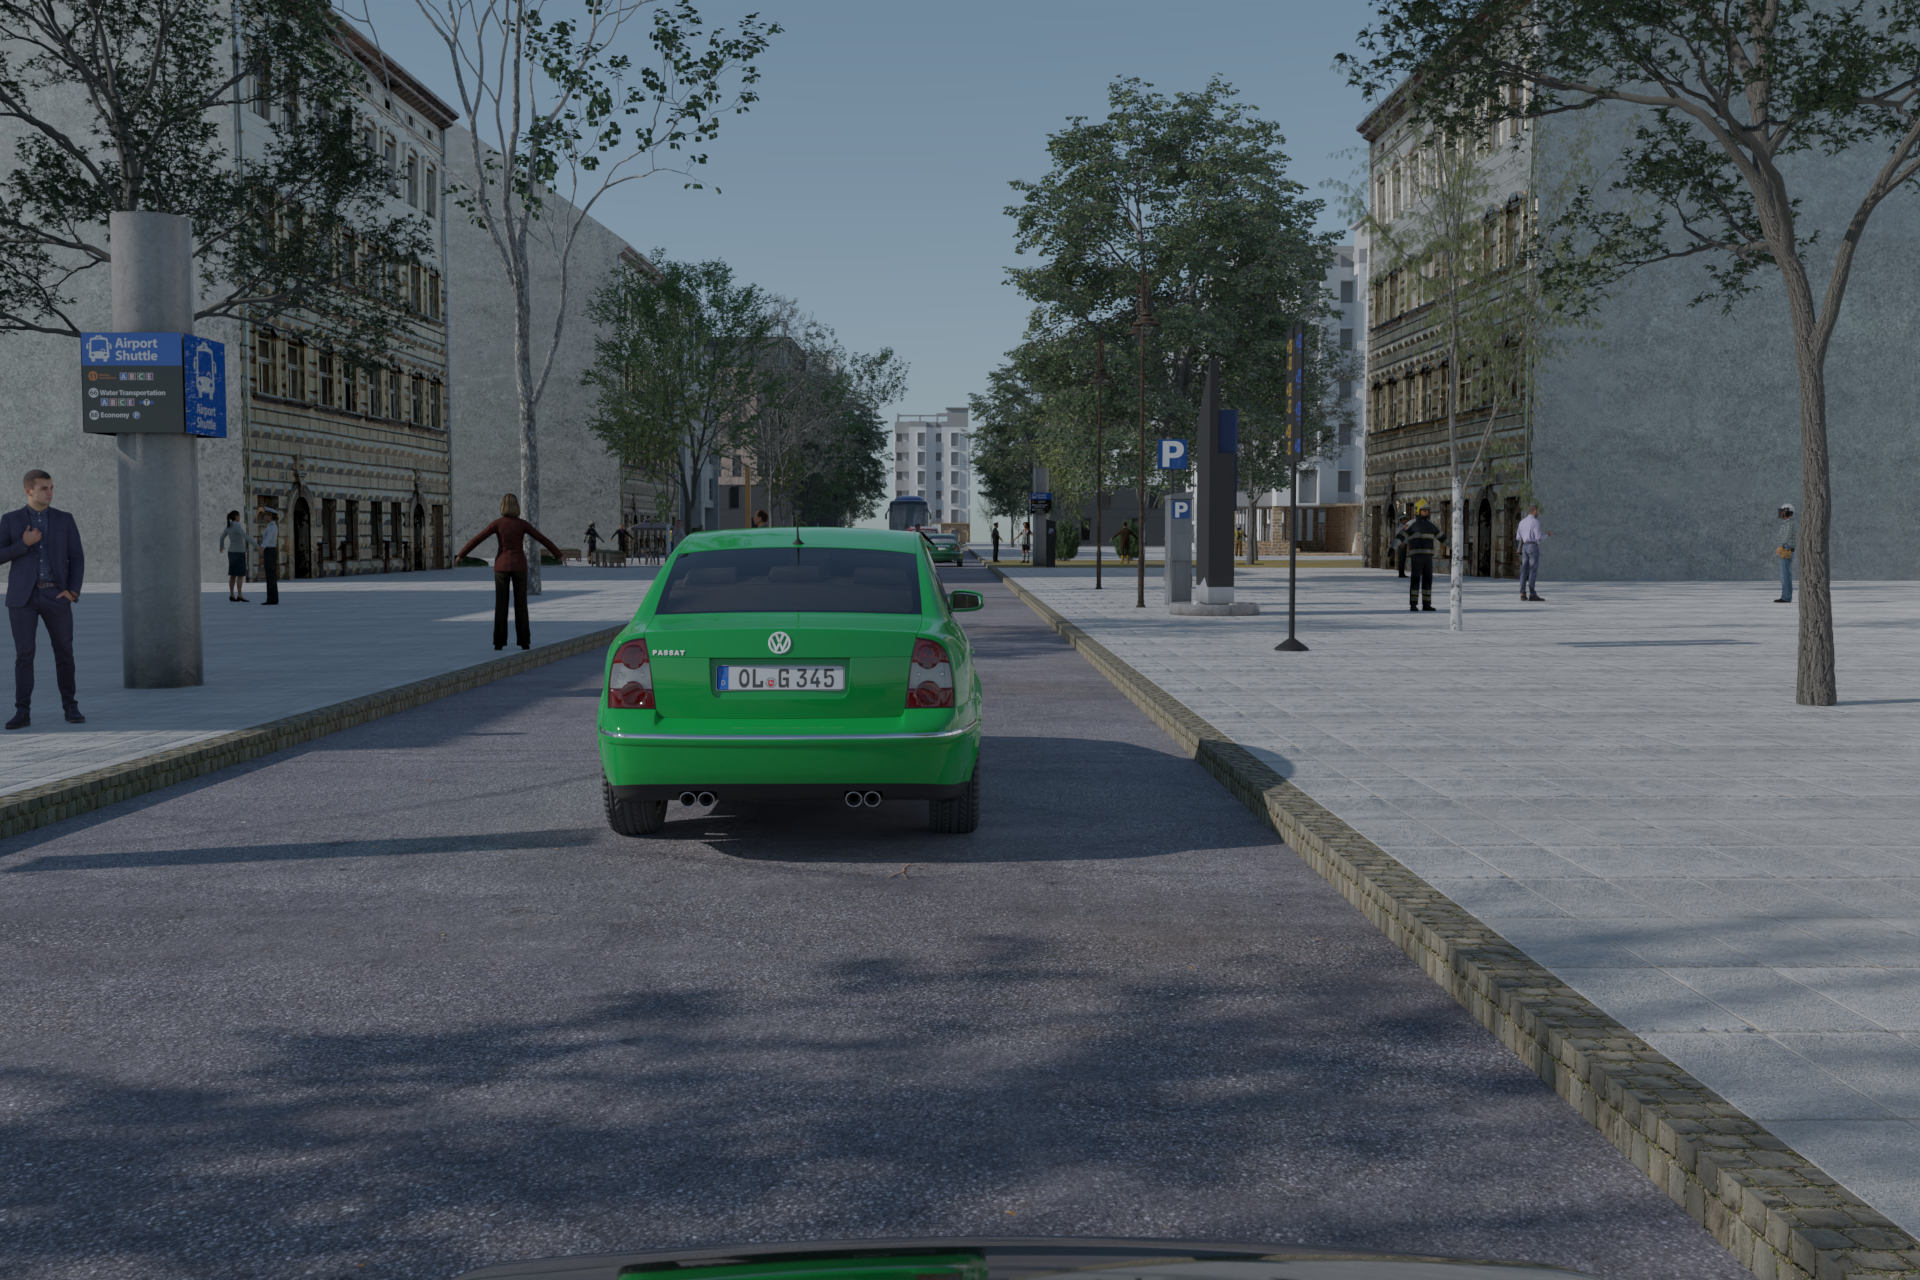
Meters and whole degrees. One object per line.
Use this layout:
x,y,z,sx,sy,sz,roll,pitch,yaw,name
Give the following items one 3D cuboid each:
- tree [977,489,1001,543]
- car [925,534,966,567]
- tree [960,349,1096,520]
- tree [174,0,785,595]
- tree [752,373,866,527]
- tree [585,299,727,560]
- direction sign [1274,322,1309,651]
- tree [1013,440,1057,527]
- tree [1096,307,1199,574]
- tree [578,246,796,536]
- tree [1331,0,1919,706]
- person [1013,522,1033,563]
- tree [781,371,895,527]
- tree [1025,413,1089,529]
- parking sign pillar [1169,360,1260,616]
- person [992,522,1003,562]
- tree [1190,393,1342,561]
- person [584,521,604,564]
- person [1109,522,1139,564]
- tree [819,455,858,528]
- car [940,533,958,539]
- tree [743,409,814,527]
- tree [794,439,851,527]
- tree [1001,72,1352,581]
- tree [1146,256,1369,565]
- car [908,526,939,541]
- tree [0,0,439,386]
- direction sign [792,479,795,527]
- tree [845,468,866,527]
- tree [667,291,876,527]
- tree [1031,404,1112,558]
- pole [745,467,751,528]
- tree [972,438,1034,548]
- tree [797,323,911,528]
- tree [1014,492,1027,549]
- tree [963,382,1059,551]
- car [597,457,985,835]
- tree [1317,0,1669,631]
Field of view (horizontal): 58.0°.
4.983,-19.061,262.003,4.360,8.622,3.978,0,3,0,tree
-0.789,-3.972,76.733,2.131,1.459,4.920,0,4,0,car
5.127,-12.731,114.813,9.857,13.997,8.962,0,3,0,tree
-9.781,-10.928,34.560,12.611,20.169,13.585,0,3,0,tree
-9.704,-11.186,108.645,9.928,11.665,9.643,0,3,0,tree
-9.269,-6.305,53.446,4.737,8.622,4.395,0,3,0,tree
3.658,-1.651,18.998,0.379,3.537,0.876,0,4,0,direction sign
5.880,-10.672,124.851,4.360,8.622,3.978,0,3,0,tree
5.852,-6.466,56.087,4.360,8.622,3.978,0,3,0,tree
-9.737,-8.343,62.158,9.928,11.665,9.643,0,3,0,tree
6.668,-4.806,12.993,8.767,10.594,7.601,2,4,35,tree
2.896,-4.316,76.705,1.345,1.843,0.704,3,5,43,person
-9.651,-13.902,133.960,9.857,13.997,8.962,0,3,0,tree
5.497,-9.187,100.572,4.360,8.622,3.978,0,3,0,tree
4.069,-2.392,27.576,1.447,3.967,1.447,0,4,-1,parking sign pillar
1.669,-4.478,79.146,0.705,1.837,1.347,-1,4,-16,person
14.480,-9.145,83.928,8.767,10.594,7.601,2,4,24,tree
-15.669,-4.165,73.875,0.705,1.856,1.354,2,4,25,person
7.189,-4.242,75.500,1.346,1.812,0.704,0,4,-2,person
-9.640,-11.838,143.905,4.360,8.622,3.978,0,3,0,tree
-1.206,-7.704,134.998,2.155,1.783,4.494,0,4,-2,car
-10.022,-8.977,97.135,4.737,8.622,4.395,0,3,0,tree
-9.978,-10.339,119.408,4.360,8.622,3.978,0,3,0,tree
5.814,-8.590,47.097,9.857,13.997,8.962,0,3,0,tree
12.313,-9.898,72.204,12.009,13.543,11.850,0,3,0,tree
-1.861,-4.771,86.685,2.281,1.827,5.304,0,4,-2,car
-9.893,-5.283,20.784,7.601,10.594,8.767,-1,4,-13,tree
-6.832,-4.837,71.082,0.379,3.537,0.876,0,4,2,direction sign
-18.703,-21.635,260.383,9.857,13.997,8.962,0,3,0,tree
-9.396,-10.797,86.907,12.009,13.543,11.850,0,3,0,tree
5.742,-8.623,91.347,4.737,8.622,4.395,0,3,0,tree
-6.472,-3.613,52.922,0.158,3.312,0.155,0,3,0,pole
5.165,-14.670,165.612,9.928,11.665,9.643,0,3,0,tree
-11.567,-18.458,157.683,12.611,20.169,13.585,0,3,0,tree
4.836,-12.223,150.204,4.360,8.622,3.978,0,3,0,tree
5.401,-13.730,134.860,12.009,13.543,11.850,0,3,0,tree
-0.819,-0.052,9.642,1.959,1.807,4.718,0,4,-1,car
6.395,-4.432,22.832,4.360,8.622,3.978,0,3,0,tree
